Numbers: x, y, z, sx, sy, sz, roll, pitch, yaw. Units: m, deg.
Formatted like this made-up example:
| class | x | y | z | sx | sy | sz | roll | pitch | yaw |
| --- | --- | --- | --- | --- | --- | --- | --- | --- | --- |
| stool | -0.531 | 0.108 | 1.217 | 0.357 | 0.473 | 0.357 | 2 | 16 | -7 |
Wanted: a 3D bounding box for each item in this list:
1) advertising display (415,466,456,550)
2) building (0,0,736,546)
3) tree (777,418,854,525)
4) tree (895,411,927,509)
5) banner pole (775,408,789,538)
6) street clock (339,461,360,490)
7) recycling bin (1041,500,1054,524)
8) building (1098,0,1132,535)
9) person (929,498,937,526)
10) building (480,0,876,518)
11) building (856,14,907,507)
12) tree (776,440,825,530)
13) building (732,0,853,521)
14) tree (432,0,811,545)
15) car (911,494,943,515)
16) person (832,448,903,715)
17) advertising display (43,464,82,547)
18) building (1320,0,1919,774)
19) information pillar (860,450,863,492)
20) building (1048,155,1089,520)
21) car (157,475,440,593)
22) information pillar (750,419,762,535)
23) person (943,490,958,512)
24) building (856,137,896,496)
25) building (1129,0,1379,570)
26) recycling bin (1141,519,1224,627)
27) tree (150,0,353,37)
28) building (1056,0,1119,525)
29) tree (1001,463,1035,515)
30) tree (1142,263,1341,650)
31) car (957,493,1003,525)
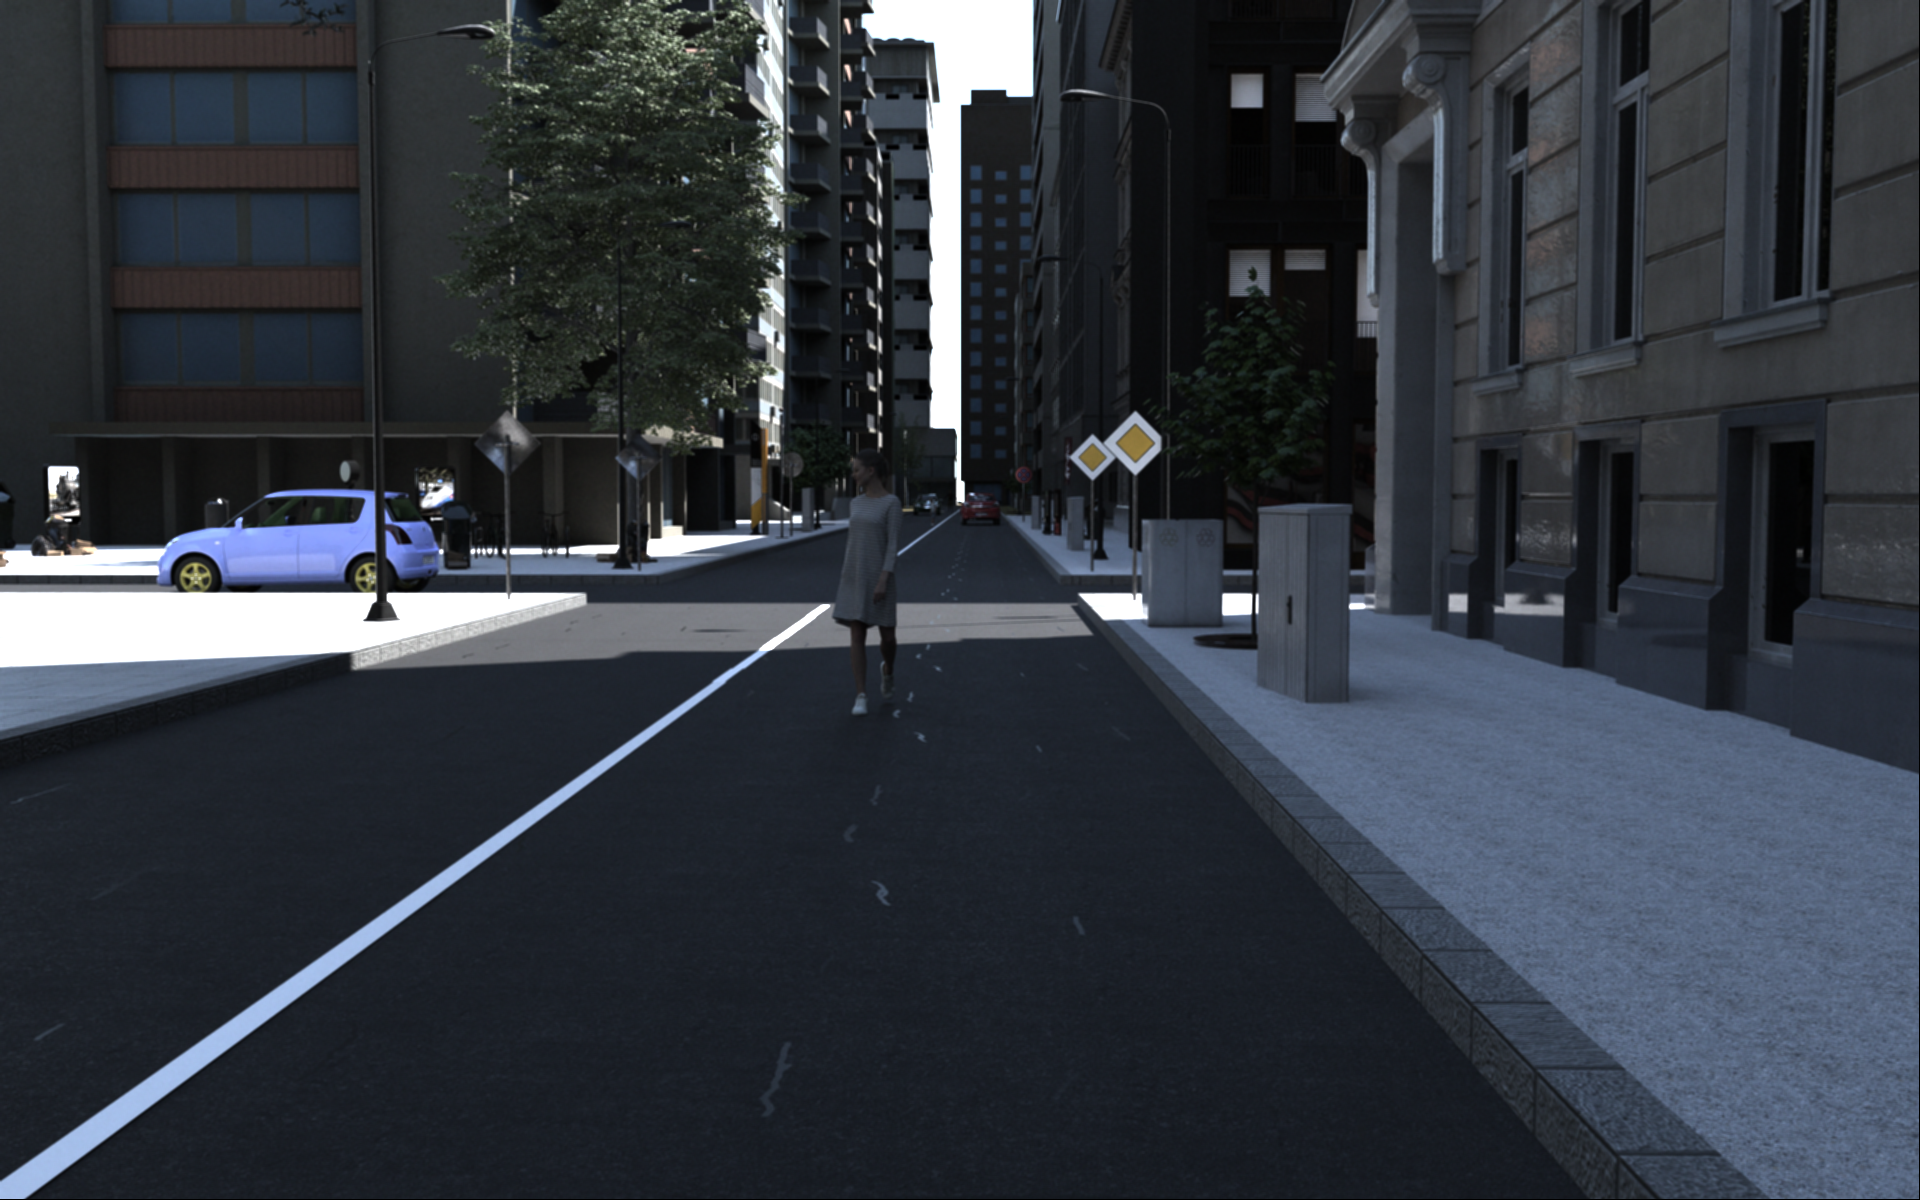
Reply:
| class | x | y | z | sx | sy | sz | roll | pitch | yaw |
| --- | --- | --- | --- | --- | --- | --- | --- | --- | --- |
| advertising display | -12.042 | -2.116 | 39.809 | 0.123 | 1.923 | 0.974 | 3 | 5 | 41 |
| building | -18.018 | -24.466 | 54.646 | 22.147 | 44.769 | 28.867 | 0 | 4 | 1 |
| tree | -6.016 | -5.464 | 73.051 | 4.285 | 4.588 | 4.351 | 0 | 3 | 0 |
| tree | -4.634 | -12.345 | 152.205 | 4.737 | 8.622 | 4.395 | 0 | 3 | 0 |
| banner pole | -5.186 | -3.702 | 50.550 | 0.401 | 3.779 | 0.863 | 0 | 4 | -1 |
| street clock | -13.201 | -2.014 | 37.501 | 0.471 | 2.002 | 0.358 | 3 | 5 | 41 |
| recycling bin | 3.764 | -3.822 | 75.051 | 0.722 | 1.027 | 0.722 | 1 | 4 | 11 |
| building | 10.013 | -11.425 | 51.429 | 10.561 | 19.102 | 19.286 | 0 | 4 | 1 |
| person | -1.220 | -4.003 | 78.628 | 0.352 | 1.250 | 0.332 | 0 | 4 | -7 |
| building | -17.266 | -28.351 | 118.167 | 22.147 | 44.769 | 28.867 | 0 | 4 | 1 |
| building | -21.099 | -52.185 | 165.904 | 31.000 | 86.520 | 22.319 | 0 | 4 | 1 |
| tree | -5.546 | -4.105 | 61.714 | 1.663 | 3.219 | 1.824 | 0 | 3 | 0 |
| building | -22.034 | -24.301 | 89.204 | 32.217 | 40.220 | 23.993 | 0 | 4 | 1 |
| tree | -6.934 | -7.207 | 35.967 | 7.486 | 12.596 | 7.792 | 0 | 3 | 0 |
| car | -2.243 | -6.519 | 118.388 | 2.131 | 1.459 | 4.920 | 0 | 4 | 0 |
| person | -0.596 | -0.138 | 11.511 | 0.466 | 1.731 | 0.760 | 0 | 4 | 4 |
| advertising display | -19.541 | -1.989 | 37.727 | 0.123 | 1.923 | 0.974 | 1 | 4 | 14 |
| building | 10.633 | -13.632 | 8.782 | 13.634 | 28.700 | 20.117 | 0 | 4 | 1 |
| information pillar | -5.199 | -6.115 | 91.333 | 0.183 | 3.616 | 0.504 | 0 | 4 | 2 |
| building | 10.037 | -15.015 | 94.654 | 9.793 | 20.994 | 18.267 | 0 | 4 | 1 |
| car | -9.228 | -0.893 | 24.186 | 3.694 | 1.707 | 1.945 | 0 | 4 | 0 |
| information pillar | -6.324 | -3.843 | 54.189 | 0.504 | 3.616 | 0.183 | -1 | 4 | -20 |
| person | -0.754 | -7.930 | 138.672 | 1.217 | 1.766 | 0.721 | 0 | 4 | 4 |
| building | -12.612 | -22.526 | 139.994 | 14.160 | 30.474 | 14.107 | 0 | 4 | 1 |
| building | 11.867 | -12.528 | 34.512 | 15.834 | 23.373 | 12.332 | 0 | 4 | 1 |
| recycling bin | 2.174 | -0.271 | 16.989 | 0.722 | 1.027 | 0.722 | 0 | 3 | 0 |
| tree | -6.872 | -6.065 | 9.533 | 12.009 | 13.543 | 11.850 | 0 | 3 | 0 |
| building | 11.669 | -17.079 | 72.755 | 14.314 | 27.812 | 24.014 | 0 | 4 | 1 |
| tree | 3.860 | -7.584 | 118.594 | 1.663 | 3.219 | 1.824 | 0 | 3 | 0 |
| tree | 2.375 | -1.229 | 14.696 | 1.663 | 3.219 | 1.824 | 0 | 3 | 0 |
| car | 0.944 | -4.420 | 81.315 | 2.155 | 1.783 | 4.494 | 0 | 4 | -1 |
